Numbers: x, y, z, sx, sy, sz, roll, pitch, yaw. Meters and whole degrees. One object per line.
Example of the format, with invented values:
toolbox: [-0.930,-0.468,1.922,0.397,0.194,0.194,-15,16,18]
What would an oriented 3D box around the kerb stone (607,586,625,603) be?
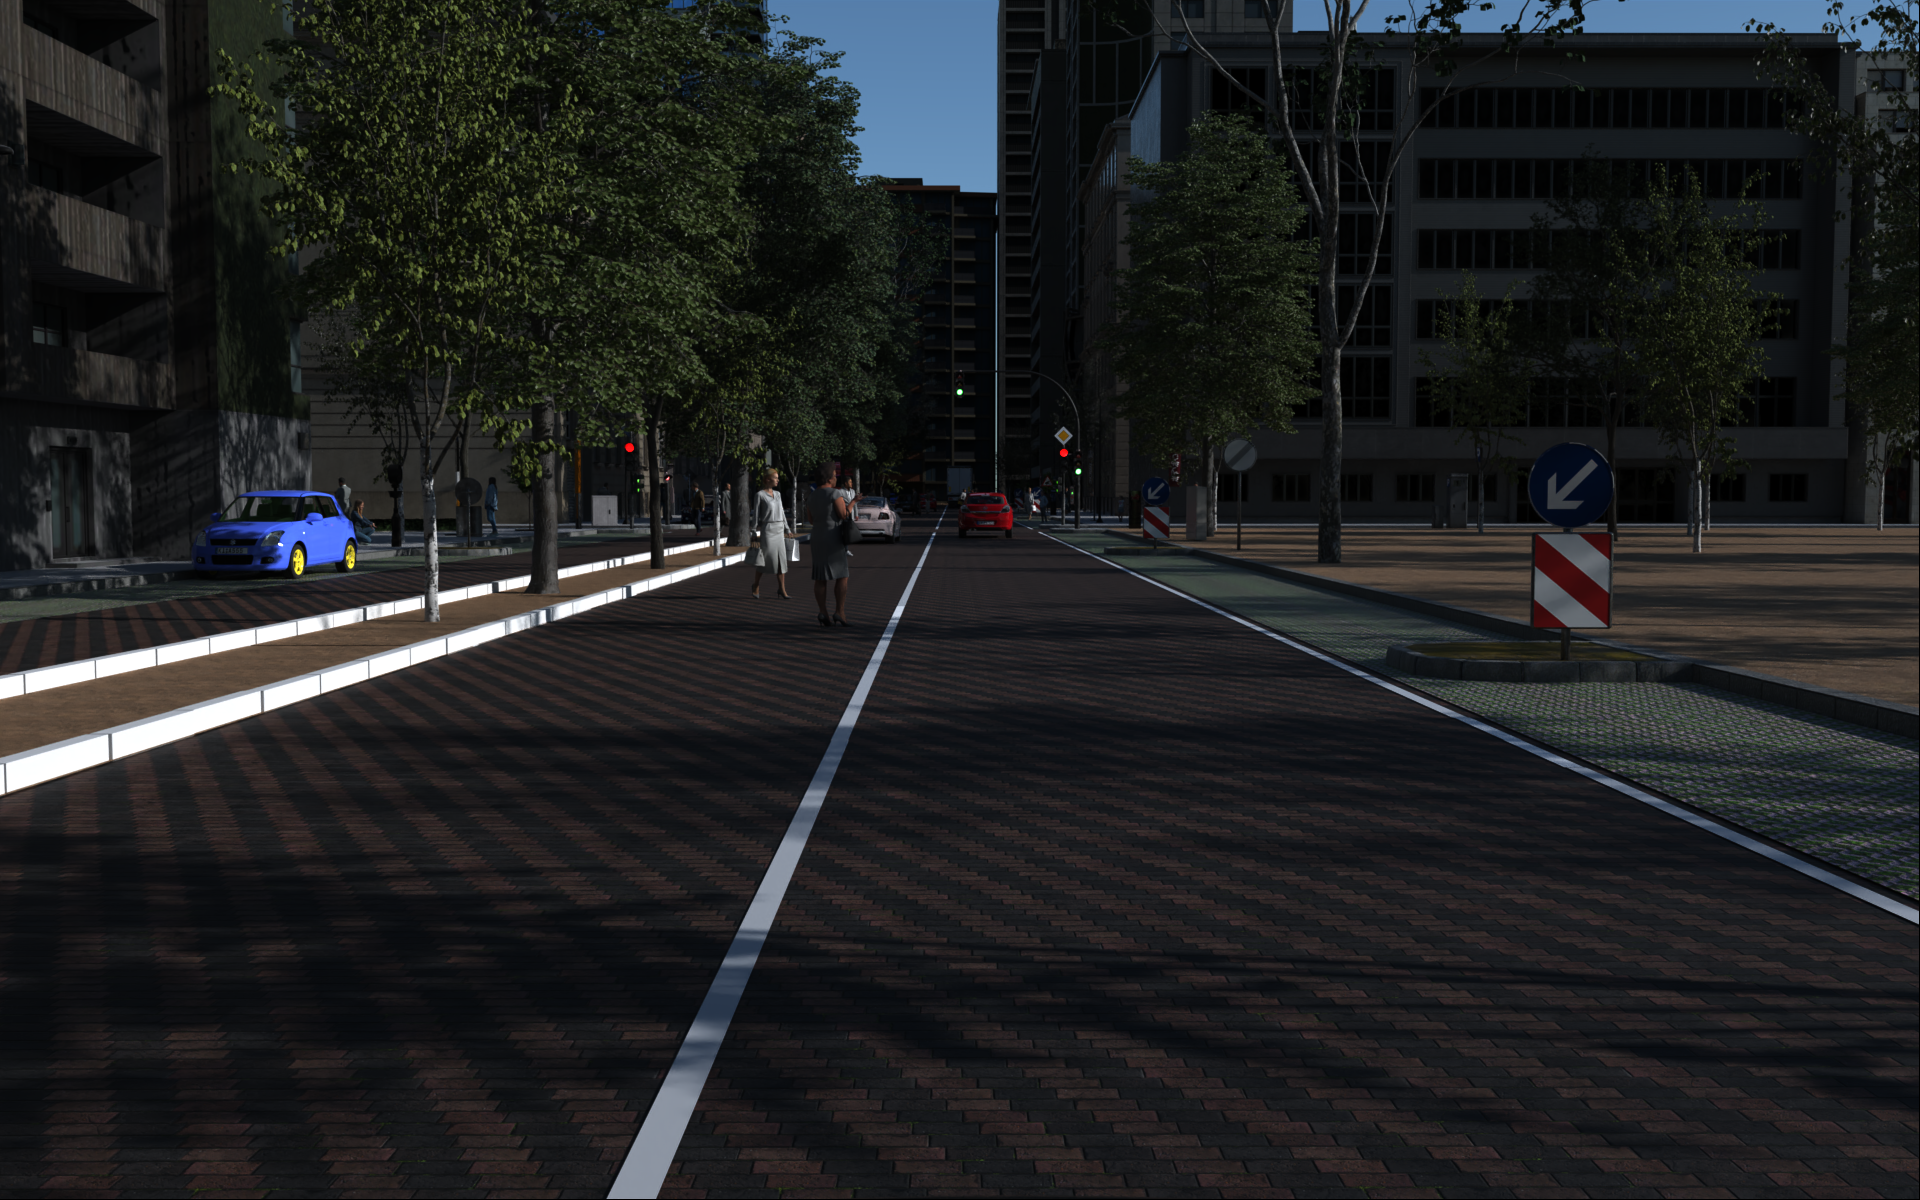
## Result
kerb stone: [-4.665,-0.056,23.108,0.120,0.150,1.000,0,4,0]

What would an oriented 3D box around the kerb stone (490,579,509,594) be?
kerb stone: [-6.775,-0.179,25.125,0.120,0.150,1.000,0,4,0]

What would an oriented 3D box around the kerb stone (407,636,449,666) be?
kerb stone: [-4.628,0.446,14.896,0.120,0.150,1.000,0,4,0]

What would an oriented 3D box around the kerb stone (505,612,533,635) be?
kerb stone: [-4.643,0.260,17.983,0.120,0.150,1.000,0,4,0]

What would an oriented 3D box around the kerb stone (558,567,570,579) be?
kerb stone: [-6.791,-0.430,29.231,0.120,0.150,1.000,0,4,0]

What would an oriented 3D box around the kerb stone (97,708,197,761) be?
kerb stone: [-4.601,0.760,9.773,0.120,0.150,1.000,0,4,0]

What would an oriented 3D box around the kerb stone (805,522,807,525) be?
kerb stone: [-7.000,-3.349,76.947,0.120,0.150,1.000,0,4,0]

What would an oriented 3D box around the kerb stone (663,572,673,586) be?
kerb stone: [-4.682,-0.302,27.196,0.120,0.150,1.000,0,4,0]

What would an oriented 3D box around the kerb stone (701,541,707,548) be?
kerb stone: [-6.864,-1.432,45.625,0.120,0.150,1.000,0,4,0]

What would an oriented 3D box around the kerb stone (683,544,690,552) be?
kerb stone: [-6.843,-1.245,42.548,0.120,0.150,1.000,0,4,0]

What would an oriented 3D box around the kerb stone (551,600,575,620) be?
kerb stone: [-4.650,0.133,20.029,0.120,0.150,1.000,0,4,0]

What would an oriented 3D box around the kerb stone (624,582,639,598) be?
kerb stone: [-4.657,-0.118,24.130,0.120,0.150,1.000,0,4,0]

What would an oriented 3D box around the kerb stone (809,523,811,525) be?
kerb stone: [-7.013,-3.531,80.019,0.120,0.150,1.000,0,4,0]

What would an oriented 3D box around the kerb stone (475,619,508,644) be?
kerb stone: [-4.640,0.321,16.953,0.120,0.150,1.000,0,4,0]

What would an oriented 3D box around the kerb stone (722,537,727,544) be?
kerb stone: [-6.889,-1.685,49.743,0.120,0.150,1.000,0,4,0]

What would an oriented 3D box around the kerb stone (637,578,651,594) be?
kerb stone: [-4.678,-0.181,25.152,0.120,0.150,1.000,0,4,0]

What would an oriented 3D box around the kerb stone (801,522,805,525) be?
kerb stone: [-6.994,-3.286,75.925,0.120,0.150,1.000,0,4,0]

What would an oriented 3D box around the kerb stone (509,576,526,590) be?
kerb stone: [-6.777,-0.242,26.149,0.120,0.150,1.000,0,4,0]

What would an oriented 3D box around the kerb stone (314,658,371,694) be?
kerb stone: [-4.619,0.575,12.851,0.120,0.150,1.000,0,4,0]

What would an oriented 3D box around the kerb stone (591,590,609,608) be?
kerb stone: [-4.667,0.010,22.082,0.120,0.150,1.000,0,4,0]

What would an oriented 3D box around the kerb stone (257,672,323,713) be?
kerb stone: [-4.611,0.637,11.818,0.120,0.150,1.000,0,4,0]

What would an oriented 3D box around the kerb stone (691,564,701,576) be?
kerb stone: [-4.697,-0.494,30.269,0.120,0.150,1.000,0,4,0]

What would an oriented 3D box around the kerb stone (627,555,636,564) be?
kerb stone: [-6.816,-0.802,35.374,0.120,0.150,1.000,0,4,0]

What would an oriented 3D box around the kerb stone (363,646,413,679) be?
kerb stone: [-4.622,0.509,13.873,0.120,0.150,1.000,0,4,0]

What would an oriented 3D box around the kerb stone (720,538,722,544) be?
kerb stone: [-6.881,-1.622,48.711,0.120,0.150,1.000,0,4,0]

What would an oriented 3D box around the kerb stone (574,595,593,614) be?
kerb stone: [-4.652,0.073,21.054,0.120,0.150,1.000,0,4,0]

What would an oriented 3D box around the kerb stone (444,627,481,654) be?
kerb stone: [-4.625,0.385,15.925,0.120,0.150,1.000,0,4,0]

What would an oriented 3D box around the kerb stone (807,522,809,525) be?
kerb stone: [-7.009,-3.411,77.969,0.120,0.150,1.000,0,4,0]

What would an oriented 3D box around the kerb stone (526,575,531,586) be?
kerb stone: [-6.782,-0.304,27.172,0.120,0.150,1.000,0,4,0]

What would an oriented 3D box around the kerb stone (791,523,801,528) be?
kerb stone: [-6.987,-3.161,73.880,0.120,0.150,1.000,0,4,0]

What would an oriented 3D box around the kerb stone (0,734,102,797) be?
kerb stone: [-4.605,0.822,8.749,0.120,0.150,1.000,0,4,0]

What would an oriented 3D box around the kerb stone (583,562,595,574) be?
kerb stone: [-6.803,-0.555,31.276,0.120,0.150,1.000,0,4,0]

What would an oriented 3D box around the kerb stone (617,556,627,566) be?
kerb stone: [-6.813,-0.744,34.352,0.120,0.150,1.000,0,4,0]

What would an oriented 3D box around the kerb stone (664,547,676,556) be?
kerb stone: [-6.846,-1.119,40.496,0.120,0.150,1.000,0,4,0]

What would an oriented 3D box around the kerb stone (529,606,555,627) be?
kerb stone: [-4.647,0.196,19.005,0.120,0.150,1.000,0,4,0]

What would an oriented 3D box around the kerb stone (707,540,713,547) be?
kerb stone: [-6.861,-1.496,46.656,0.120,0.150,1.000,0,4,0]

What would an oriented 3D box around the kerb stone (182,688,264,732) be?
kerb stone: [-4.617,0.697,10.794,0.120,0.150,1.000,0,4,0]

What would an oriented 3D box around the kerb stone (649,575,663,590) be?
kerb stone: [-4.675,-0.243,26.174,0.120,0.150,1.000,0,4,0]

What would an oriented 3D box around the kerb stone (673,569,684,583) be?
kerb stone: [-4.681,-0.369,28.223,0.120,0.150,1.000,0,4,0]

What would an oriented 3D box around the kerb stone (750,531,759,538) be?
kerb stone: [-6.915,-2.187,57.958,0.120,0.150,1.000,0,4,0]

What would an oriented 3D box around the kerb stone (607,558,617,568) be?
kerb stone: [-6.803,-0.681,33.330,0.120,0.150,1.000,0,4,0]

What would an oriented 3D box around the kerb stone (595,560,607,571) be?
kerb stone: [-6.800,-0.618,32.298,0.120,0.150,1.000,0,4,0]

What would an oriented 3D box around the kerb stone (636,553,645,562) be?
kerb stone: [-6.818,-0.868,36.396,0.120,0.150,1.000,0,4,0]

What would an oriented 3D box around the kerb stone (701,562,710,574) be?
kerb stone: [-4.695,-0.557,31.300,0.120,0.150,1.000,0,4,0]

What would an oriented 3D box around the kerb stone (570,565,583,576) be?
kerb stone: [-6.794,-0.493,30.255,0.120,0.150,1.000,0,4,0]

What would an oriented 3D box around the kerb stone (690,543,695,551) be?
kerb stone: [-6.854,-1.307,43.573,0.120,0.150,1.000,0,4,0]

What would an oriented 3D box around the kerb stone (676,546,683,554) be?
kerb stone: [-6.842,-1.182,41.518,0.120,0.150,1.000,0,4,0]

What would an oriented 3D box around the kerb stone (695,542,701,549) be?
kerb stone: [-6.859,-1.370,44.603,0.120,0.150,1.000,0,4,0]

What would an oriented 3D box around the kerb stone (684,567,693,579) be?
kerb stone: [-4.689,-0.431,29.245,0.120,0.150,1.000,0,4,0]

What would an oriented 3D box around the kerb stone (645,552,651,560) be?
kerb stone: [-6.827,-0.930,37.418,0.120,0.150,1.000,0,4,0]
